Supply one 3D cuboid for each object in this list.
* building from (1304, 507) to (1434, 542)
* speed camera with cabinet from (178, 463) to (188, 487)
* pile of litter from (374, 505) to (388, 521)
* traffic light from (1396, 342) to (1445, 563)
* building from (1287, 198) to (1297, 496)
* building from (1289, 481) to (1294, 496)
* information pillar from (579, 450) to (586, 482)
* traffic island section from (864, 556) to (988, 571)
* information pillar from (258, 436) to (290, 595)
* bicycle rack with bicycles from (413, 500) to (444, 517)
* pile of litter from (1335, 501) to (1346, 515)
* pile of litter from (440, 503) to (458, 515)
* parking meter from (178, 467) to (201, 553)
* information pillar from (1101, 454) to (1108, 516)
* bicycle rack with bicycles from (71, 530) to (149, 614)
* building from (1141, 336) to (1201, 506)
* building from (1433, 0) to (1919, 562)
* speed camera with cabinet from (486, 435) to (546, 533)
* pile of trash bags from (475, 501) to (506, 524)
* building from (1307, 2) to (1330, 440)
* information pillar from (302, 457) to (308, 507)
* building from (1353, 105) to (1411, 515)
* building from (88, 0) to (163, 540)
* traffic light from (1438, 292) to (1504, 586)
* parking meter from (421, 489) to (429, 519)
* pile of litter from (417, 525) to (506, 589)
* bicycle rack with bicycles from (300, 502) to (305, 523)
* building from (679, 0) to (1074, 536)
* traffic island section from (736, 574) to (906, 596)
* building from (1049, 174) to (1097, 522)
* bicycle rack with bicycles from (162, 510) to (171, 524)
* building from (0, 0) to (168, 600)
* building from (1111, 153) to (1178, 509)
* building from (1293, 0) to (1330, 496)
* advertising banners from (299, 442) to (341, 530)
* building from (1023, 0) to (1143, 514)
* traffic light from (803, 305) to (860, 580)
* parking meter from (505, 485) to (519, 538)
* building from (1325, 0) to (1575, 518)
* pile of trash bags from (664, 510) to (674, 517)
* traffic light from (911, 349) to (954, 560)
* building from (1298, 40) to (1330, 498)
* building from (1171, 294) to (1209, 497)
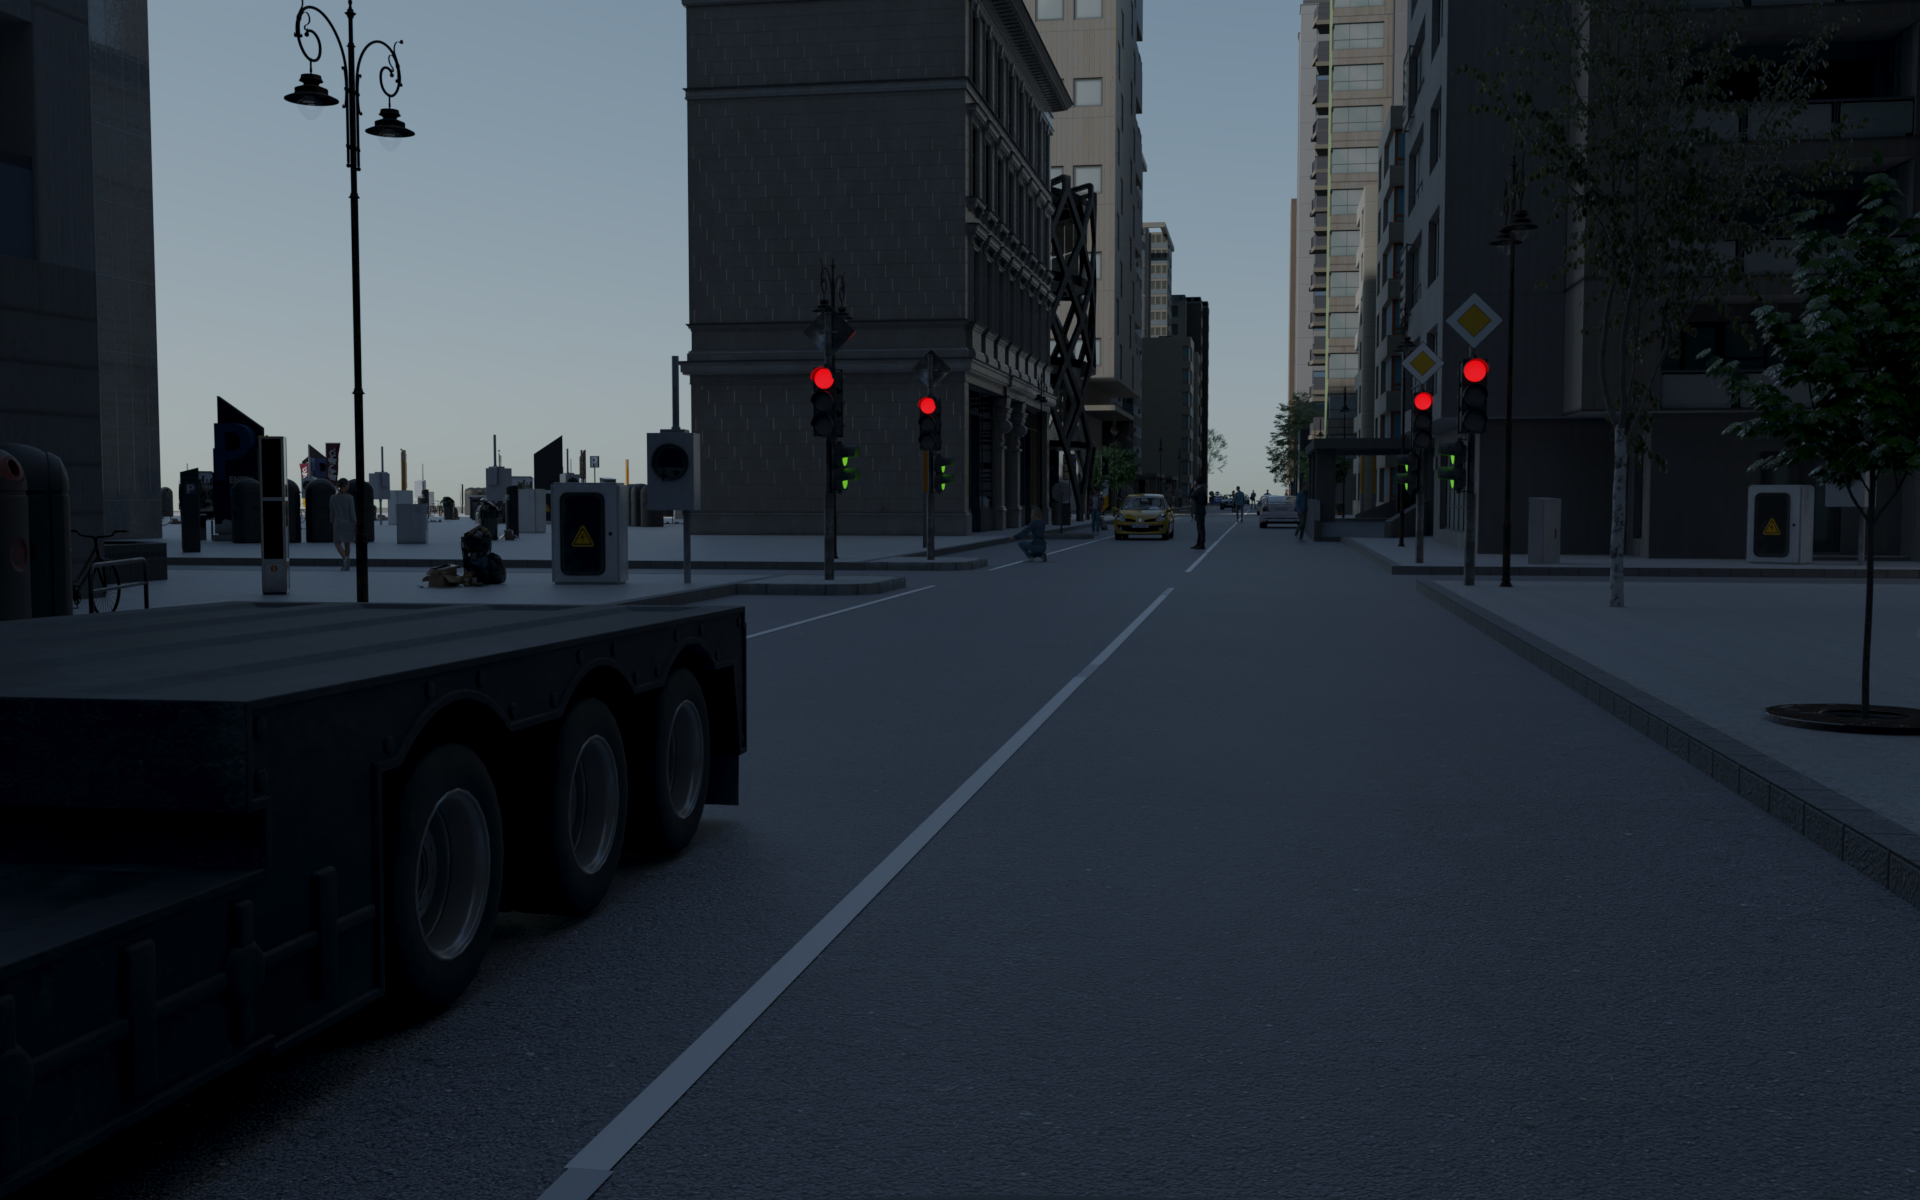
[{"bbox_3d":[27.747,-22.213,55.067,32.217,40.220,23.993,1,4,10],"label":"building"},{"bbox_3d":[-49.743,-7.188,111.854,0.660,3.252,2.038,0,4,1],"label":"speed camera with cabinet"},{"bbox_3d":[-28.156,-4.269,83.757,1.176,0.858,1.719,1,4,9],"label":"pile of litter"},{"bbox_3d":[8.521,-2.640,32.088,0.839,4.253,0.868,1,4,10],"label":"traffic light"},{"bbox_3d":[55.197,-36.913,253.641,14.600,45.320,14.200,1,4,10],"label":"building"},{"bbox_3d":[60.969,-33.097,233.011,32.217,40.220,23.993,1,4,10],"label":"building"},{"bbox_3d":[-19.776,-6.088,90.887,0.183,3.616,0.504,2,4,25],"label":"information pillar"},{"bbox_3d":[-0.592,-0.705,33.806,2.009,0.180,2.903,1,4,10],"label":"traffic island section"},{"bbox_3d":[-8.740,-1.076,22.081,0.304,2.012,0.304,-1,4,-14],"label":"information pillar"},{"bbox_3d":[-30.561,-5.292,99.900,2.852,0.926,2.925,1,4,20],"label":"bicycle rack with bicycles"},{"bbox_3d":[22.894,-5.605,105.604,1.176,0.858,1.719,0,4,6],"label":"pile of litter"},{"bbox_3d":[-32.045,-5.771,108.322,1.176,0.858,1.719,1,4,20],"label":"pile of litter"},{"bbox_3d":[-16.905,-1.974,37.992,0.399,1.863,0.255,-2,4,-32],"label":"parking meter"},{"bbox_3d":[8.534,-6.792,102.406,0.504,3.616,0.183,-2,4,-28],"label":"information pillar"},{"bbox_3d":[-9.465,-0.232,17.174,2.852,0.926,2.925,-1,4,-8],"label":"bicycle rack with bicycles"},{"bbox_3d":[14.208,-22.141,207.037,27.650,21.520,28.899,1,4,10],"label":"building"},{"bbox_3d":[17.532,-21.673,37.941,14.086,41.232,14.154,1,4,10],"label":"building"},{"bbox_3d":[-14.751,-3.864,57.515,2.038,3.252,0.660,2,4,24],"label":"speed camera with cabinet"},{"bbox_3d":[-19.441,-4.056,76.072,3.447,1.369,1.912,-3,5,-43],"label":"pile of trash bags"},{"bbox_3d":[38.309,-29.269,133.174,22.147,44.769,28.867,1,4,10],"label":"building"},{"bbox_3d":[-38.696,-6.805,102.617,0.504,3.616,0.183,-1,4,-14],"label":"information pillar"},{"bbox_3d":[35.251,-14.935,89.230,27.650,21.520,28.899,1,4,10],"label":"building"},{"bbox_3d":[-34.049,-13.914,45.508,19.932,24.808,12.078,1,4,10],"label":"building"},{"bbox_3d":[7.135,-2.159,24.223,0.839,4.253,0.868,1,4,10],"label":"traffic light"},{"bbox_3d":[-27.910,-5.016,90.418,0.372,1.533,0.369,0,3,0],"label":"parking meter"},{"bbox_3d":[-7.031,-0.632,24.295,1.176,0.858,1.719,2,4,24],"label":"pile of litter"},{"bbox_3d":[-29.906,-3.839,76.145,2.852,0.926,2.925,0,4,1],"label":"bicycle rack with bicycles"},{"bbox_3d":[-3.917,-12.438,54.275,10.553,20.767,40.483,1,4,10],"label":"building"},{"bbox_3d":[-1.977,-0.224,25.942,2.009,0.180,2.903,1,4,10],"label":"traffic island section"},{"bbox_3d":[-2.024,-13.186,83.037,16.820,18.784,16.811,1,4,10],"label":"building"},{"bbox_3d":[-33.230,-3.396,68.904,2.925,0.926,2.852,-1,4,-10],"label":"bicycle rack with bicycles"},{"bbox_3d":[-25.176,-29.097,17.731,28.212,58.520,21.231,1,4,10],"label":"building"},{"bbox_3d":[5.480,-29.448,173.358,32.217,40.220,23.993,1,4,10],"label":"building"},{"bbox_3d":[51.011,-40.719,207.746,21.231,58.520,28.212,1,4,10],"label":"building"},{"bbox_3d":[-22.010,-3.827,58.754,2.074,3.025,0.090,0,4,1],"label":"advertising banners"},{"bbox_3d":[-1.222,-32.668,123.355,28.713,52.752,27.495,1,4,10],"label":"building"},{"bbox_3d":[-1.939,-2.256,25.800,0.839,4.253,0.868,1,4,10],"label":"traffic light"},{"bbox_3d":[-13.043,-2.570,50.434,0.372,1.533,0.369,0,3,0],"label":"parking meter"},{"bbox_3d":[31.051,-26.251,112.791,14.154,41.232,14.086,1,4,10],"label":"building"},{"bbox_3d":[-14.865,-5.308,96.533,3.447,1.369,1.912,2,4,27],"label":"pile of trash bags"},{"bbox_3d":[-0.554,-2.737,33.665,0.839,4.253,0.868,1,4,10],"label":"traffic light"},{"bbox_3d":[43.613,-51.912,161.425,22.319,86.520,31.000,1,4,10],"label":"building"},{"bbox_3d":[28.685,-29.295,250.665,14.160,30.474,14.107,1,4,10],"label":"building"}]
